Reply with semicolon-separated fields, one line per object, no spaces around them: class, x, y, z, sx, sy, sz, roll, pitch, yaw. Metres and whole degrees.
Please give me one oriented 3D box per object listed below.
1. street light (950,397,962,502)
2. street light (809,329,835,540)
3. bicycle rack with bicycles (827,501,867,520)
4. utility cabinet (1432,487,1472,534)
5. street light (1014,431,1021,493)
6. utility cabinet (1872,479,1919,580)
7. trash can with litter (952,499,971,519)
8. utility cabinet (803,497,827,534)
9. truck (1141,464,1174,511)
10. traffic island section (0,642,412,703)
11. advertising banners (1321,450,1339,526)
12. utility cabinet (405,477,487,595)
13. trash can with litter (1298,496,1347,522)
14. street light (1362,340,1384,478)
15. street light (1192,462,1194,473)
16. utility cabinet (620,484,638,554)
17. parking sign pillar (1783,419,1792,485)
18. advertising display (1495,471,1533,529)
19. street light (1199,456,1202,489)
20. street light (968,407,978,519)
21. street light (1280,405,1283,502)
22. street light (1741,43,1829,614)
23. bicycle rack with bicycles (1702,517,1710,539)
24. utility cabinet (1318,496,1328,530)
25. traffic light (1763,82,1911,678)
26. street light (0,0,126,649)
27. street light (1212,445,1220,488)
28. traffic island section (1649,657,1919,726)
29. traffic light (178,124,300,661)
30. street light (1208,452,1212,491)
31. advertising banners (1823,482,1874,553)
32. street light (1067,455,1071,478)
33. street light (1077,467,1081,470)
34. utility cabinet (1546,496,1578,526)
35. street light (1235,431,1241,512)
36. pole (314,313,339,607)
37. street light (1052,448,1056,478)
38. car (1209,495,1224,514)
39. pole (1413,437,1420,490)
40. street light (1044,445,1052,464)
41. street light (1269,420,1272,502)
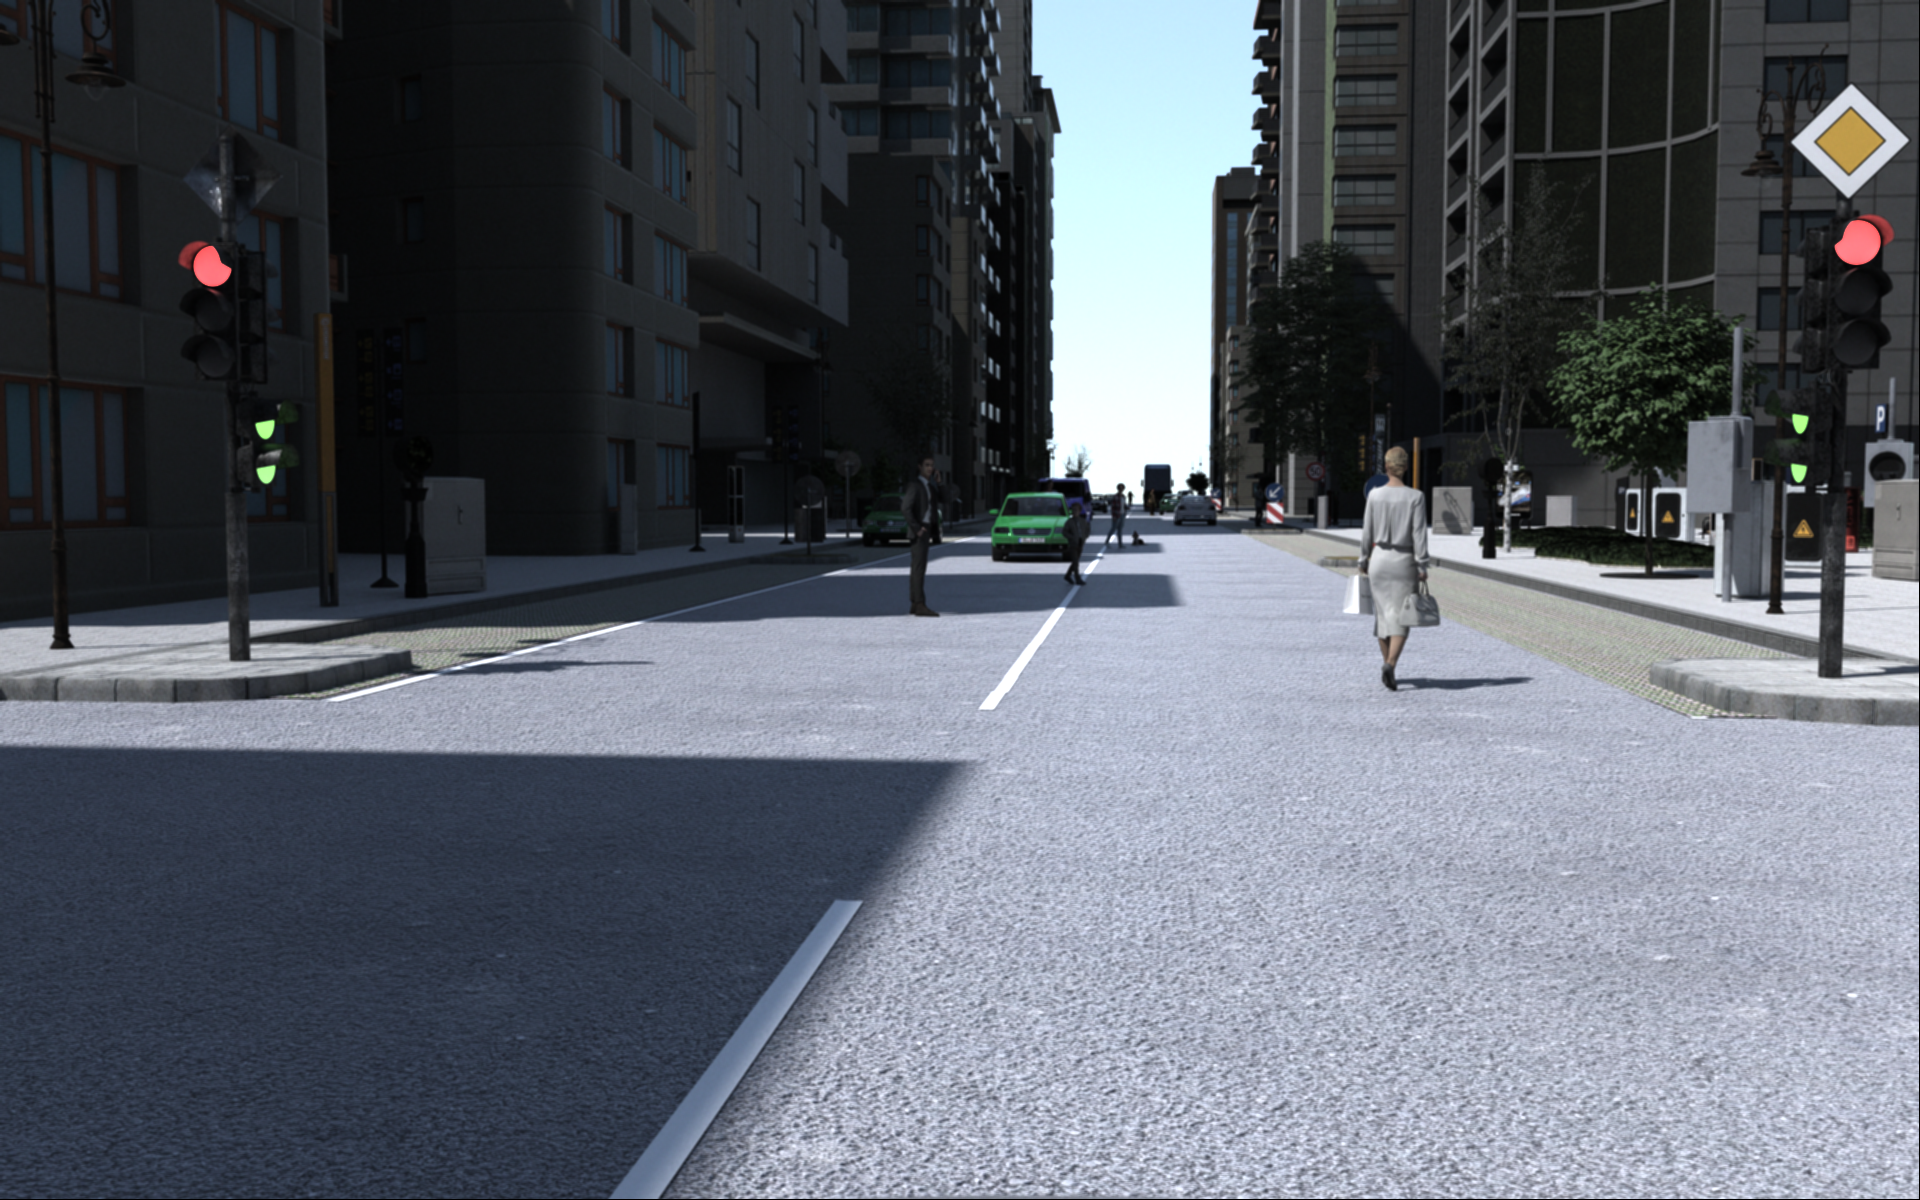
street light;-0.212;-6.704;82.402;0.468;5.910;1.993;0;4;6
street light;-3.856;-4.645;48.733;0.468;5.910;1.993;0;4;6
bicycle rack with bicycles;-5.451;-4.558;87.903;2.852;0.926;2.925;-1;4;-8
utility cabinet;15.489;-2.804;54.523;1.173;1.500;0.318;1;4;21
street light;4.168;-9.280;124.516;0.468;5.910;1.993;0;4;6
utility cabinet;14.114;-1.053;25.904;0.318;1.500;1.173;0;4;-1
trash can with litter;0.038;-4.705;88.309;1.055;1.170;0.624;1;4;22
utility cabinet;-4.658;-2.718;55.603;0.306;1.237;1.020;2;4;27
truck;17.257;-9.841;150.666;2.967;4.110;18.799;0;4;6
traffic island section;-5.567;0.546;13.356;2.009;0.180;2.903;0;4;6
advertising banners;14.891;-4.503;69.808;0.090;3.025;2.074;2;4;33
utility cabinet;-6.581;-0.829;22.231;0.318;1.500;1.173;2;4;24
trash can with litter;16.644;-4.189;79.547;2.233;1.210;1.678;1;4;9
street light;12.383;-4.850;52.079;0.468;5.910;1.993;0;4;6
street light;32.851;-16.626;244.618;0.468;5.910;1.993;0;4;6
utility cabinet;-7.056;-1.732;36.999;0.318;1.500;1.173;0;4;-8
parking sign pillar;29.491;-4.421;60.753;1.447;3.967;1.447;0;4;6
advertising display;15.318;-2.611;47.900;0.974;1.923;0.123;2;4;28
street light;29.134;-14.502;209.889;0.468;5.910;1.993;0;4;6
street light;0.678;-7.200;90.509;0.468;5.910;1.993;0;4;6
street light;15.987;-6.935;86.172;0.468;5.910;1.993;0;4;6
street light;8.747;-2.790;18.409;0.468;5.910;1.993;0;4;6
bicycle rack with bicycles;22.606;-2.178;48.990;2.925;0.926;2.852;-2;4;-24
utility cabinet;13.151;-3.158;62.787;0.306;1.237;1.020;1;4;17
traffic light;6.069;-1.412;12.006;0.839;4.253;0.868;0;4;6
street light;-7.462;-2.534;14.212;0.468;5.910;1.993;0;4;6
street light;23.950;-11.506;160.902;0.468;5.910;1.993;0;4;6
traffic island section;6.108;0.622;12.116;2.009;0.180;2.903;0;4;6
traffic light;-5.529;-1.486;13.217;0.839;4.253;0.868;0;4;6
street light;25.517;-12.442;176.217;0.468;5.910;1.993;0;4;6
advertising banners;19.370;-2.539;37.703;2.074;3.025;0.090;1;4;19
street light;12.922;-14.274;206.162;0.468;5.910;1.993;0;4;6
street light;16.477;-16.343;239.993;0.468;5.910;1.993;0;4;6
utility cabinet;20.049;-2.847;57.712;0.306;1.237;1.020;-2;4;-34
street light;20.365;-9.446;127.227;0.468;5.910;1.993;0;4;6
pole;-7.198;-1.579;19.665;0.158;3.312;0.155;0;3;0
street light;9.286;-12.214;172.492;0.468;5.910;1.993;0;4;6
car;17.793;-6.751;122.961;1.945;1.354;3.894;0;4;6
pole;16.458;-4.198;62.477;0.158;3.312;0.155;0;3;0
street light;7.862;-11.354;158.430;0.468;5.910;1.993;0;4;6
street light;16.793;-7.386;93.550;0.468;5.910;1.993;0;4;6
